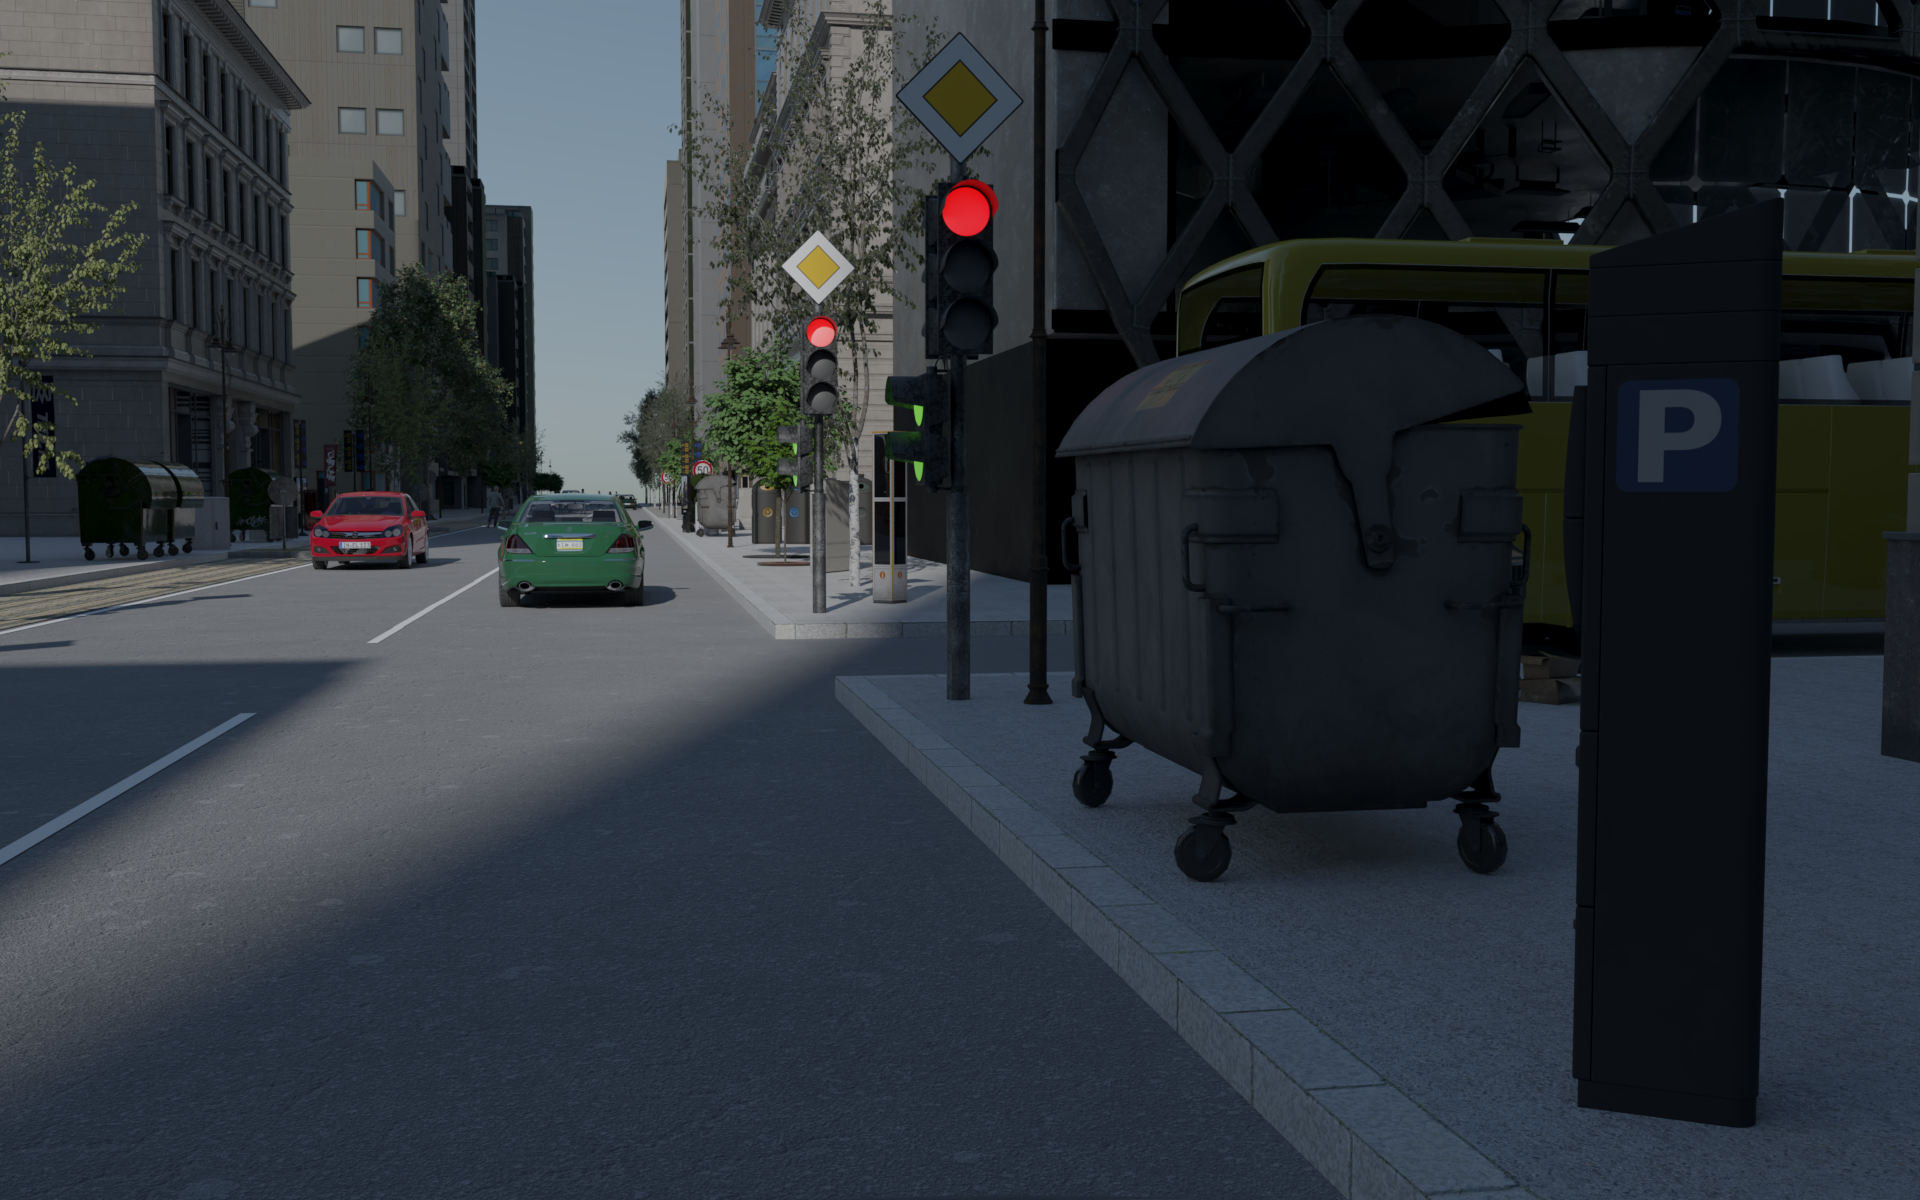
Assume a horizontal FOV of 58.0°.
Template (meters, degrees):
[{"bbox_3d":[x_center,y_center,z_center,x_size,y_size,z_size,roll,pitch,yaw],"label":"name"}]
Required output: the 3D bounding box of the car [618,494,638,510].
[{"bbox_3d":[-29.749,-8.850,154.481,2.009,1.686,4.222,-1,4,-13],"label":"car"}]

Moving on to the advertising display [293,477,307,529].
[{"bbox_3d":[-24.468,-3.613,64.290,0.123,1.923,0.974,0,4,2],"label":"advertising display"}]

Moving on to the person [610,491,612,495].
[{"bbox_3d":[-49.161,-14.378,243.657,0.705,1.814,1.350,0,4,4],"label":"person"}]

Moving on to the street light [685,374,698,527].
[{"bbox_3d":[-10.370,-5.763,67.020,0.468,5.910,1.993,-1,4,-11],"label":"street light"}]

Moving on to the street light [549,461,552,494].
[{"bbox_3d":[-53.303,-15.449,225.375,0.468,5.910,1.993,-1,4,-11],"label":"street light"}]

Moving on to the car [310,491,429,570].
[{"bbox_3d":[-11.650,-1.546,34.312,2.155,1.783,4.494,-1,4,-11],"label":"car"}]

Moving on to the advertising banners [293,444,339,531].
[{"bbox_3d":[-22.721,-3.934,60.503,2.074,3.025,0.090,-2,4,-35],"label":"advertising banners"}]

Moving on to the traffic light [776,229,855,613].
[{"bbox_3d":[-1.534,-1.813,18.562,0.839,4.253,0.868,-1,4,-11],"label":"traffic light"}]

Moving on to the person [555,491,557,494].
[{"bbox_3d":[-43.040,-10.736,184.713,0.721,1.739,1.217,3,5,45],"label":"person"}]

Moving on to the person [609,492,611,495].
[{"bbox_3d":[-39.854,-11.521,197.659,1.217,1.735,0.721,3,5,44],"label":"person"}]

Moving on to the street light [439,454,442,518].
[{"bbox_3d":[-27.582,-7.277,91.762,0.468,5.910,1.993,-1,4,-11],"label":"street light"}]

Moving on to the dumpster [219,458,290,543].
[{"bbox_3d":[-18.850,-2.681,46.327,1.502,2.255,1.985,-1,4,-11],"label":"dumpster"}]

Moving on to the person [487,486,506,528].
[{"bbox_3d":[-19.578,-3.929,73.222,0.782,1.767,0.515,0,4,6],"label":"person"}]

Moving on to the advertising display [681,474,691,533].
[{"bbox_3d":[-9.087,-3.193,57.424,0.123,1.923,0.974,-1,4,-21],"label":"advertising display"}]

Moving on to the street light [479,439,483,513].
[{"bbox_3d":[-32.293,-8.814,116.900,0.468,5.910,1.993,-1,4,-11],"label":"street light"}]

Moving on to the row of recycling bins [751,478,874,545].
[{"bbox_3d":[-3.724,-2.272,44.254,3.534,1.692,1.069,1,4,21],"label":"row of recycling bins"}]

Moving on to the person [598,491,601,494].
[{"bbox_3d":[-40.755,-11.436,195.482,1.348,1.823,0.705,3,5,40],"label":"person"}]

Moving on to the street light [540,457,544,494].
[{"bbox_3d":[-48.194,-13.866,199.498,0.468,5.910,1.993,-1,4,-11],"label":"street light"}]

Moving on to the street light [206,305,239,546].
[{"bbox_3d":[-18.011,-4.260,42.435,0.468,5.910,1.993,-1,4,-11],"label":"street light"}]

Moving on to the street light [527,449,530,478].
[{"bbox_3d":[-43.396,-12.326,174.325,0.468,5.910,1.993,-1,4,-11],"label":"street light"}]

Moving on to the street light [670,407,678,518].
[{"bbox_3d":[-15.187,-7.298,92.108,0.468,5.910,1.993,-1,4,-11],"label":"street light"}]

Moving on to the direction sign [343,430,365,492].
[{"bbox_3d":[-21.396,-4.234,61.225,0.876,3.537,0.379,1,4,21],"label":"direction sign"}]

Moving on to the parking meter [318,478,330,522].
[{"bbox_3d":[-23.351,-3.540,63.586,0.255,1.863,0.399,1,4,12],"label":"parking meter"}]

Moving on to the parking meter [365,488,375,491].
[{"bbox_3d":[-23.767,-3.753,69.766,0.372,1.533,0.369,0,3,0],"label":"parking meter"}]

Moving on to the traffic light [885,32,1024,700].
[{"bbox_3d":[-0.029,-1.333,10.719,0.839,4.253,0.868,-1,4,-11],"label":"traffic light"}]

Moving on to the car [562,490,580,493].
[{"bbox_3d":[-34.403,-8.839,153.188,2.281,1.827,5.304,-1,4,-12],"label":"car"}]

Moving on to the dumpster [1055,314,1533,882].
[{"bbox_3d":[1.177,-0.043,6.457,1.264,1.857,1.865,-1,4,-11],"label":"dumpster"}]

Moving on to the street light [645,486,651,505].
[{"bbox_3d":[-40.353,-15.283,222.657,0.468,5.910,1.993,-1,4,-11],"label":"street light"}]

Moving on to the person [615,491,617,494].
[{"bbox_3d":[-47.029,-13.969,236.980,0.705,1.812,1.348,-1,4,-10],"label":"person"}]

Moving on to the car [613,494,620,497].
[{"bbox_3d":[-37.112,-10.885,188.196,2.015,1.641,3.980,-1,4,-11],"label":"car"}]

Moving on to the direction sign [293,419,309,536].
[{"bbox_3d":[-20.051,-3.712,52.693,0.379,3.537,0.876,0,4,1],"label":"direction sign"}]

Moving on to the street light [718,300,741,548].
[{"bbox_3d":[-5.510,-4.196,41.386,0.468,5.910,1.993,-1,4,-11],"label":"street light"}]

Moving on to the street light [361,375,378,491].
[{"bbox_3d":[-22.925,-5.782,67.329,0.468,5.910,1.993,-1,4,-11],"label":"street light"}]

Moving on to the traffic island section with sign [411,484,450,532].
[{"bbox_3d":[-20.486,-3.498,65.824,1.989,1.847,2.006,-1,4,-11],"label":"traffic island section with sign"}]

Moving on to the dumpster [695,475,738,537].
[{"bbox_3d":[-7.330,-2.842,52.220,1.264,1.857,1.865,-1,4,-11],"label":"dumpster"}]

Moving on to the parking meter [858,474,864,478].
[{"bbox_3d":[-2.950,-2.693,49.746,0.255,1.863,0.399,3,4,36],"label":"parking meter"}]

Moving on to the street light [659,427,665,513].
[{"bbox_3d":[-20.020,-8.820,116.992,0.468,5.910,1.993,-1,4,-11],"label":"street light"}]

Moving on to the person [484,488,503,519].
[{"bbox_3d":[-26.811,-5.585,99.816,0.705,1.824,1.348,3,5,39],"label":"person"}]

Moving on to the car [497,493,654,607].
[{"bbox_3d":[-5.225,-0.716,23.502,2.131,1.459,4.920,-1,4,-11],"label":"car"}]

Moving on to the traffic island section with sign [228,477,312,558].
[{"bbox_3d":[-15.397,-1.879,39.351,1.989,1.847,2.006,-1,4,-11],"label":"traffic island section with sign"}]

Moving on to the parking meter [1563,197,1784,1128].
[{"bbox_3d":[1.474,0.128,3.622,0.399,1.863,0.255,2,4,23],"label":"parking meter"}]

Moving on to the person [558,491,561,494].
[{"bbox_3d":[-27.703,-6.726,119.938,0.415,1.643,0.593,0,4,-2],"label":"person"}]

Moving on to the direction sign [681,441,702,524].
[{"bbox_3d":[-11.374,-4.980,73.421,0.876,3.537,0.379,-2,4,-24],"label":"direction sign"}]

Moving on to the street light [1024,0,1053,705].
[{"bbox_3d":[0.479,-2.303,10.443,0.468,5.910,1.993,-1,4,-11],"label":"street light"}]

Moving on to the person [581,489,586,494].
[{"bbox_3d":[-25.819,-6.736,118.648,1.348,1.822,0.705,0,3,0],"label":"person"}]
